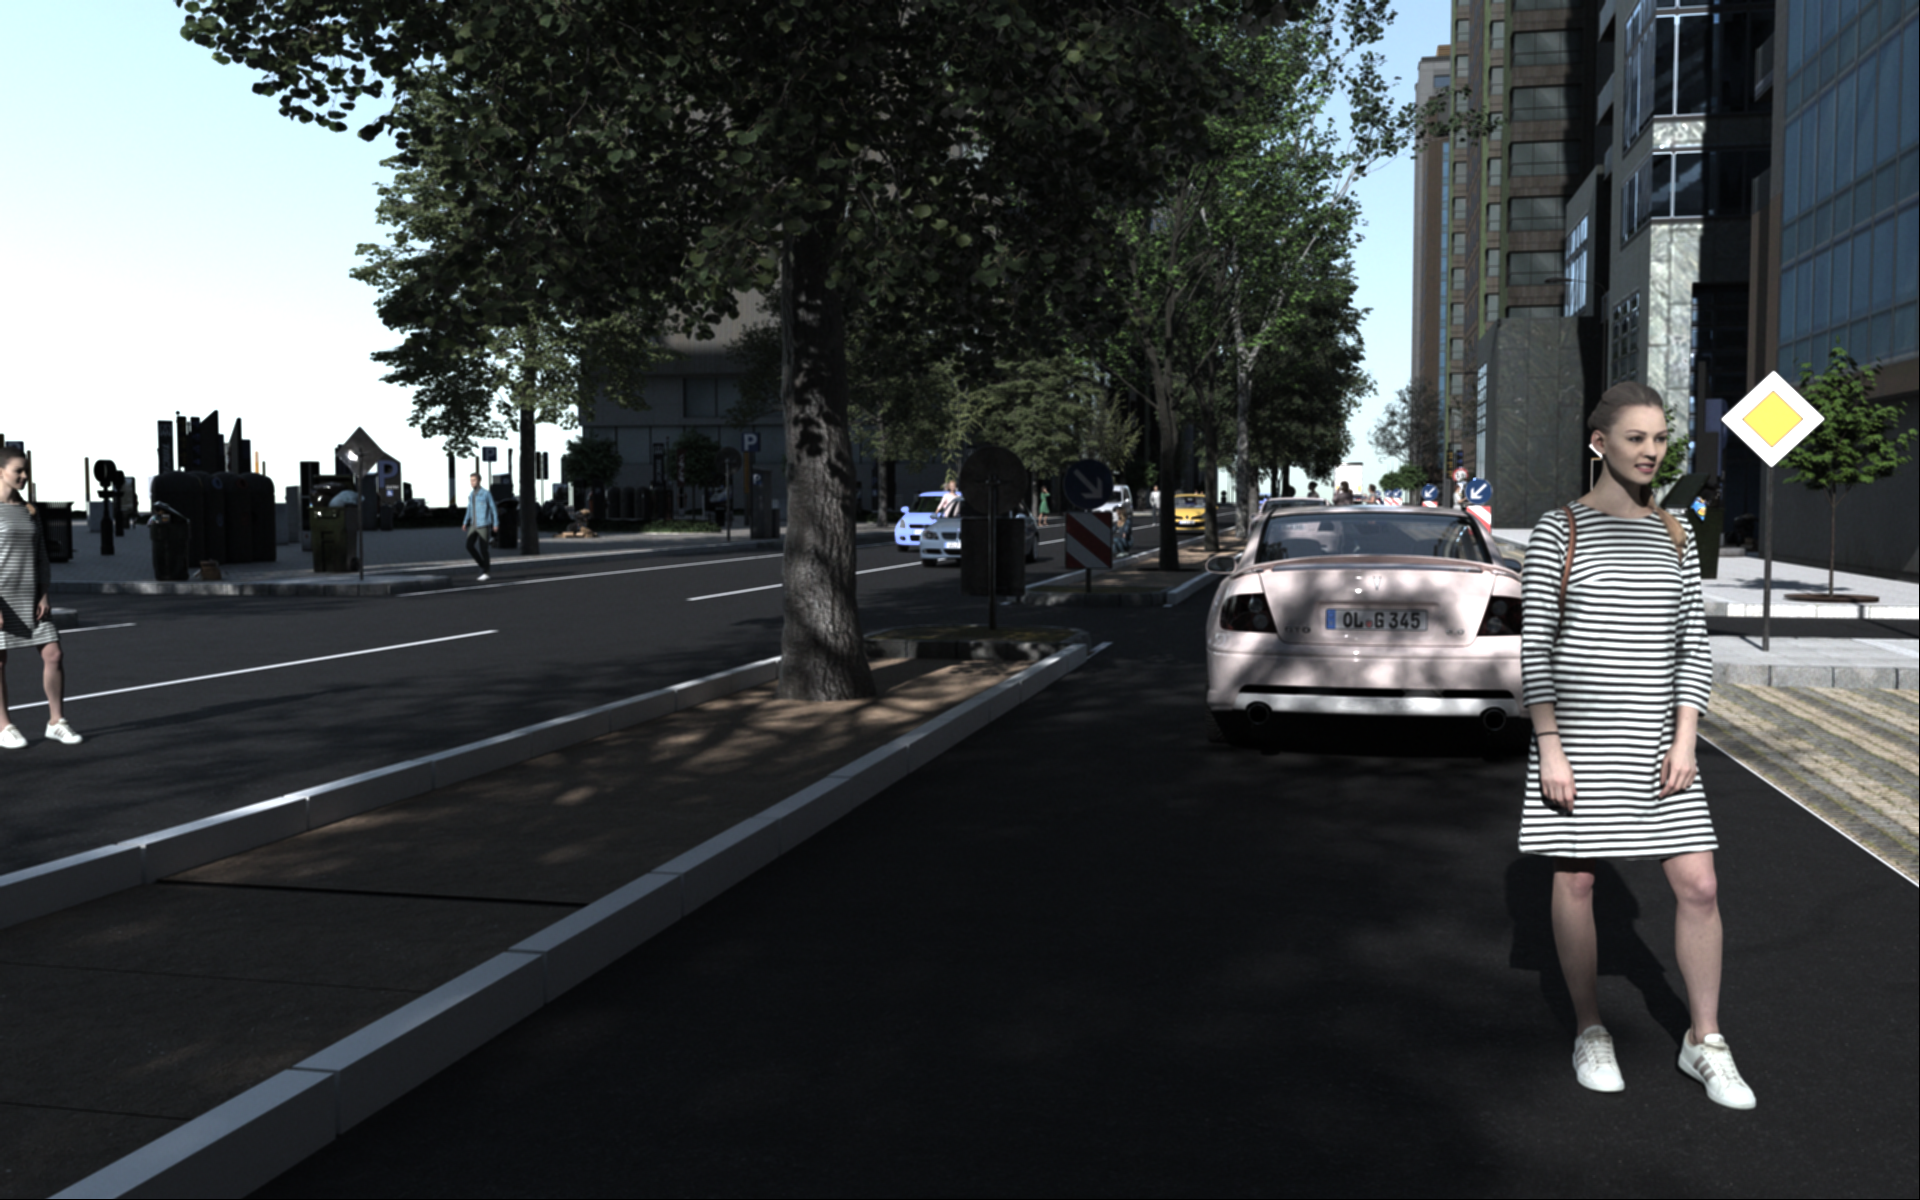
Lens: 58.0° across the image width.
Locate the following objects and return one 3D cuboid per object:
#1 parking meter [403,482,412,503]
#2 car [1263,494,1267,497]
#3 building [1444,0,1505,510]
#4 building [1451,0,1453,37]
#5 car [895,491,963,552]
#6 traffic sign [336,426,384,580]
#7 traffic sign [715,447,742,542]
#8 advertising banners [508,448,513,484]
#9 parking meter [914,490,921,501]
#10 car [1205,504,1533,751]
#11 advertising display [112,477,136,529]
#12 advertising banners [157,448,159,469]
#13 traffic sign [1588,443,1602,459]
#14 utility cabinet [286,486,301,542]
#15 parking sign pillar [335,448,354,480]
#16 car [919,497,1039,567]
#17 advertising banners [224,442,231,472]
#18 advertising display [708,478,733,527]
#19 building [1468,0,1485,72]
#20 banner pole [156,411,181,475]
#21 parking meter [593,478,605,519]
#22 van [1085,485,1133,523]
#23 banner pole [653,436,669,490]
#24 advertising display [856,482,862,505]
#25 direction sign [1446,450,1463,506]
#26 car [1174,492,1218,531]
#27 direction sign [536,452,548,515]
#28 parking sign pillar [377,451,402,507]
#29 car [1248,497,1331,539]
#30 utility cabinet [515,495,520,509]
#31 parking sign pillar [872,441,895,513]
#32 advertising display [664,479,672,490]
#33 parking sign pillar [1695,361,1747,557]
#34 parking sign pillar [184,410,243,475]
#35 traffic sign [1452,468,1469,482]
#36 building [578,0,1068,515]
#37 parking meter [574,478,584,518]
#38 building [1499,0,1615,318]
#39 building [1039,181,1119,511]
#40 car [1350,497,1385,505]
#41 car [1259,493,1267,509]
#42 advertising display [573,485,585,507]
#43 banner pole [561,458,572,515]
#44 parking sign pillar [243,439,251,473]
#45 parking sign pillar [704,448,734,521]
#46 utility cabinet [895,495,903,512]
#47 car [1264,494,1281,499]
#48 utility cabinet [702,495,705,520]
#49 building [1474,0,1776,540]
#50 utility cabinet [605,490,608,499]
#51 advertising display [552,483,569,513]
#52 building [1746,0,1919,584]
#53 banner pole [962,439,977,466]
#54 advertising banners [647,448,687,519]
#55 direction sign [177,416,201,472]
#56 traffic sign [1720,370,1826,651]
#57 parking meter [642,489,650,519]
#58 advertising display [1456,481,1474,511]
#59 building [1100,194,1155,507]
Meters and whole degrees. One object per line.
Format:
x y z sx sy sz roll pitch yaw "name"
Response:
-26.416 -4.719 82.864 0.399 1.863 0.255 -1 4 -12 "parking meter"
38.655 -12.980 221.813 1.945 1.707 3.694 1 4 12 "car"
43.937 -27.316 130.213 14.154 41.232 14.086 1 4 13 "building"
53.033 -37.155 149.477 21.231 58.520 28.212 1 4 13 "building"
-0.452 -2.106 44.016 1.945 1.707 3.694 1 4 14 "car"
-8.924 -1.354 25.775 0.795 2.450 0.064 1 4 13 "traffic sign"
-6.231 -2.841 46.555 0.768 2.556 0.104 1 4 13 "traffic sign"
-17.220 -4.240 65.505 0.090 3.025 2.074 0 4 4 "advertising banners"
-2.460 -5.592 99.843 0.372 1.533 0.369 0 3 0 "parking meter"
2.600 0.073 11.162 2.083 1.381 4.827 1 4 12 "car"
-31.019 -3.613 64.279 0.974 1.923 0.123 1 4 19 "advertising display"
-30.818 -4.349 67.296 0.090 3.025 2.074 0 4 -6 "advertising banners"
8.335 -1.116 21.883 0.795 2.450 0.064 1 4 13 "traffic sign"
-17.747 -2.288 46.095 0.318 1.500 1.173 -1 4 -18 "utility cabinet"
-35.839 -6.876 100.897 1.447 3.967 1.447 1 4 12 "parking sign pillar"
0.468 -1.430 35.389 2.014 1.417 4.499 1 4 13 "car"
-25.481 -3.872 59.490 2.074 3.025 0.090 3 5 43 "advertising banners"
-9.474 -3.866 68.421 0.974 1.923 0.123 0 4 -1 "advertising display"
41.578 -28.504 116.148 14.600 45.320 14.200 1 4 13 "building"
-23.626 -3.786 51.921 0.401 3.779 0.863 3 5 39 "banner pole"
-13.249 -3.540 63.591 0.399 1.863 0.255 0 4 2 "parking meter"
6.592 -4.248 76.466 2.013 2.044 4.112 1 4 13 "van"
-12.881 -5.199 75.013 0.863 3.779 0.401 -1 4 -12 "banner pole"
-5.281 -5.100 88.600 0.123 1.923 0.974 1 4 20 "advertising display"
25.432 -5.940 89.108 0.876 3.537 0.379 -1 4 -8 "direction sign"
8.202 -3.147 61.677 2.015 1.641 3.980 1 4 11 "car"
-22.412 -6.173 92.922 0.379 3.537 0.876 2 4 32 "direction sign"
-32.725 -6.779 99.315 1.447 3.967 1.447 -1 4 -20 "parking sign pillar"
7.064 -1.457 36.188 2.083 1.381 4.827 1 4 14 "car"
-21.370 -4.486 84.508 0.306 1.237 1.020 -3 5 -39 "utility cabinet"
-3.845 -6.029 87.048 1.447 3.967 1.447 3 5 40 "parking sign pillar"
-12.901 -4.363 76.546 0.123 1.923 0.974 0 4 5 "advertising display"
15.518 -2.893 35.778 1.447 3.967 1.447 2 4 31 "parking sign pillar"
-24.369 -4.124 55.902 1.447 3.967 1.447 1 4 18 "parking sign pillar"
24.186 -5.114 83.722 0.768 2.556 0.104 1 4 18 "traffic sign"
-7.650 -32.215 115.957 28.713 52.752 27.495 1 4 13 "building"
-13.392 -3.375 60.896 0.255 1.863 0.399 0 4 6 "parking meter"
33.948 -19.212 85.818 14.160 30.474 14.107 1 4 13 "building"
0.414 -32.067 143.904 23.786 49.044 30.456 1 4 13 "building"
15.452 -3.275 66.134 1.945 1.354 3.894 1 4 11 "car"
20.482 -6.803 120.816 1.945 1.707 3.694 1 4 14 "car"
-20.558 -5.398 93.470 0.123 1.923 0.974 1 4 22 "advertising display"
-23.959 -7.073 105.666 0.863 3.779 0.401 -3 4 -36 "banner pole"
-25.684 -4.483 61.765 1.447 3.967 1.447 -3 4 -36 "parking sign pillar"
-11.593 -5.793 83.180 1.447 3.967 1.447 0 4 6 "parking sign pillar"
-3.539 -4.982 92.620 1.020 1.237 0.306 -2 4 -31 "utility cabinet"
25.043 -7.733 138.440 2.014 1.417 4.499 1 4 12 "car"
-12.305 -4.599 86.363 1.020 1.237 0.306 -2 4 -25 "utility cabinet"
29.464 -45.332 53.856 22.319 86.520 31.000 1 4 13 "building"
-19.465 -5.471 98.126 1.173 1.500 0.318 -2 4 -25 "utility cabinet"
-23.937 -6.033 103.852 0.974 1.923 0.123 0 4 5 "advertising display"
20.839 -22.907 24.648 14.200 45.320 14.600 1 4 13 "building"
0.361 -5.415 78.556 0.863 3.779 0.401 1 4 12 "banner pole"
-11.077 -4.244 65.583 0.090 3.025 2.074 3 4 37 "advertising banners"
-22.485 -3.583 50.573 0.379 3.537 0.876 1 4 19 "direction sign"
6.581 -0.639 14.092 0.795 2.450 0.064 1 4 13 "traffic sign"
-15.709 -4.790 86.719 0.372 1.533 0.369 0 3 0 "parking meter"
24.066 -4.717 82.340 0.974 1.923 0.123 0 4 3 "advertising display"
10.413 -24.056 165.023 14.160 30.474 14.107 1 4 13 "building"
